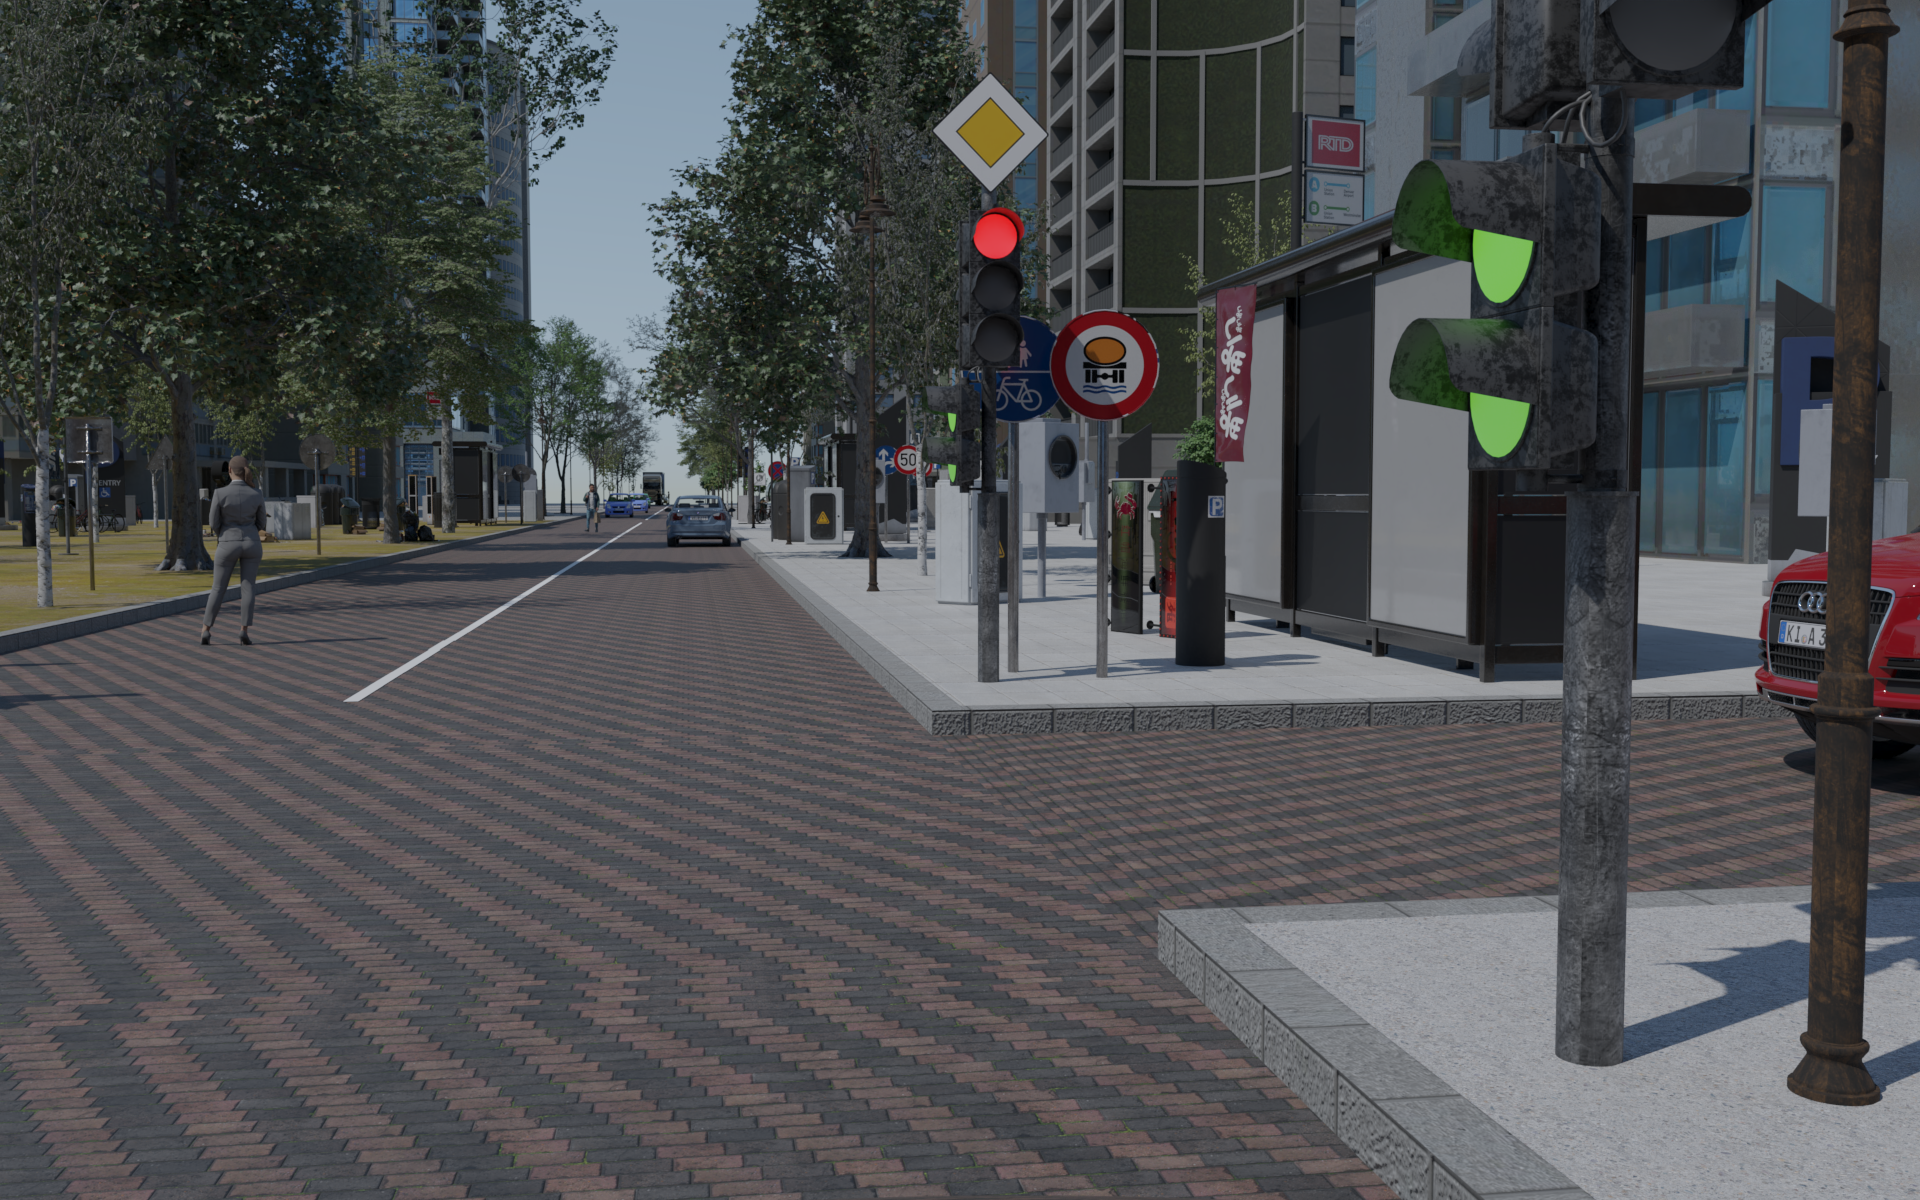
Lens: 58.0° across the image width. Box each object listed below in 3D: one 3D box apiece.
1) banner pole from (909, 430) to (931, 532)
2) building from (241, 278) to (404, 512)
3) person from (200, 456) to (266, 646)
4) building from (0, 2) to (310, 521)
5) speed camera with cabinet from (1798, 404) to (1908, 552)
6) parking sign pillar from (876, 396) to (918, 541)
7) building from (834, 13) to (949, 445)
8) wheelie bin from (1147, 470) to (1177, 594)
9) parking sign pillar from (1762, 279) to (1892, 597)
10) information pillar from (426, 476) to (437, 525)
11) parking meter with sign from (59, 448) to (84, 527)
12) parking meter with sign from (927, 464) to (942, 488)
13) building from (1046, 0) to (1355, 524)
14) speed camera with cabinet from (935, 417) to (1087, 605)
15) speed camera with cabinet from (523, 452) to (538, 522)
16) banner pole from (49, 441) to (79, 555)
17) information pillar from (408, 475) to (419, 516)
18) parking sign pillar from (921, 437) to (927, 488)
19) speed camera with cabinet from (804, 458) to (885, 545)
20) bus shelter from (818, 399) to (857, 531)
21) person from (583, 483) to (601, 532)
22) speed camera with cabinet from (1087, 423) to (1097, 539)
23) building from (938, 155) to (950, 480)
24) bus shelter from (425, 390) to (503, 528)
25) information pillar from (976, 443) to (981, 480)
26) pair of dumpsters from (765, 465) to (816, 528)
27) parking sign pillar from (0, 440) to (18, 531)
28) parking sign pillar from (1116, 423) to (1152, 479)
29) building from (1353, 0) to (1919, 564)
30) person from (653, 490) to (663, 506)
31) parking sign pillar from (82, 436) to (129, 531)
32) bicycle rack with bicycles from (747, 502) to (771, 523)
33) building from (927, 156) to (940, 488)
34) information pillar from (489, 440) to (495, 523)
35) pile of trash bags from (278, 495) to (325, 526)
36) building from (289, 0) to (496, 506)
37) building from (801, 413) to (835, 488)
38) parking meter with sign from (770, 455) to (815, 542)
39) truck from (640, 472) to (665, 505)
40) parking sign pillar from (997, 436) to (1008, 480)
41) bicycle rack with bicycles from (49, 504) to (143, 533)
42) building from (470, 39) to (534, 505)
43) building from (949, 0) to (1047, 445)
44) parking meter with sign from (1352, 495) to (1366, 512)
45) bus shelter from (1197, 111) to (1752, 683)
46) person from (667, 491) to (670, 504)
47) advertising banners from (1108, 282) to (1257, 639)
[{"bbox_3d":[-1.393,-4.228,59.137,0.863,3.779,0.401,2,4,30],"label":"banner pole"},{"bbox_3d":[-54.788,-16.708,118.215,27.650,21.520,28.899,-1,4,-9],"label":"building"},{"bbox_3d":[-6.909,-0.469,16.446,0.573,1.790,0.520,3,5,41],"label":"person"},{"bbox_3d":[-52.658,-24.427,91.258,32.217,40.220,23.993,-1,4,-9],"label":"building"},{"bbox_3d":[9.500,-1.471,18.388,0.660,3.252,2.038,3,5,42],"label":"speed camera with cabinet"},{"bbox_3d":[-2.147,-3.613,47.546,1.447,3.967,1.447,-2,4,-24],"label":"parking sign pillar"},{"bbox_3d":[-4.219,-40.462,203.556,21.231,58.520,28.212,-1,4,-9],"label":"building"},{"bbox_3d":[2.847,-0.880,22.295,0.693,1.594,0.980,-3,5,-39],"label":"wheelie bin"},{"bbox_3d":[10.810,-2.021,21.518,1.447,3.967,1.447,1,4,20],"label":"parking sign pillar"},{"bbox_3d":[-21.931,-4.124,71.911,0.304,2.012,0.304,2,4,26],"label":"information pillar"},{"bbox_3d":[-34.059,-4.325,66.979,0.543,3.016,1.738,0,4,7],"label":"parking meter with sign"},{"bbox_3d":[-1.712,-5.213,81.493,1.738,3.016,0.543,-3,4,-38],"label":"parking meter with sign"},{"bbox_3d":[13.908,-39.140,78.184,20.563,71.187,20.611,-1,4,-9],"label":"building"},{"bbox_3d":[0.591,-1.614,20.722,0.660,3.252,2.038,3,5,42],"label":"speed camera with cabinet"},{"bbox_3d":[-19.811,-5.234,79.907,0.660,3.252,2.038,-1,4,-12],"label":"speed camera with cabinet"},{"bbox_3d":[-18.870,-2.825,36.208,0.401,3.779,0.863,1,4,15],"label":"banner pole"},{"bbox_3d":[-21.139,-3.823,66.993,0.304,2.012,0.304,0,4,-5],"label":"information pillar"},{"bbox_3d":[-2.160,-5.519,78.700,1.447,3.967,1.447,1,4,21],"label":"parking sign pillar"},{"bbox_3d":[-2.941,-3.045,44.116,2.038,3.252,0.660,0,4,-6],"label":"speed camera with cabinet"},{"bbox_3d":[-4.038,-5.274,63.858,2.179,5.291,8.768,-1,4,-9],"label":"bus shelter"},{"bbox_3d":[-13.617,-3.413,64.289,0.794,1.824,0.713,1,4,15],"label":"person"},{"bbox_3d":[3.715,-3.330,48.775,0.660,3.252,2.038,2,4,31],"label":"speed camera with cabinet"},{"bbox_3d":[5.230,-21.254,119.212,14.160,30.474,14.107,-1,4,-9],"label":"building"},{"bbox_3d":[-19.992,-5.639,69.824,2.179,5.291,8.768,-1,4,-9],"label":"bus shelter"},{"bbox_3d":[0.449,-3.149,42.840,0.504,3.616,0.183,2,4,31],"label":"information pillar"},{"bbox_3d":[-5.960,-3.576,60.957,1.574,2.255,4.437,-1,4,-9],"label":"pair of dumpsters"},{"bbox_3d":[-34.091,-4.440,61.066,1.447,3.967,1.447,-3,5,-41],"label":"parking sign pillar"},{"bbox_3d":[6.565,-4.712,65.518,1.447,3.967,1.447,-1,4,-11],"label":"parking sign pillar"},{"bbox_3d":[25.495,-25.803,41.488,30.456,49.044,23.786,-1,4,-9],"label":"building"},{"bbox_3d":[-36.125,-12.197,207.544,1.348,1.869,0.705,-2,4,-34],"label":"person"},{"bbox_3d":[-29.761,-4.387,60.205,1.447,3.967,1.447,-2,4,-28],"label":"parking sign pillar"},{"bbox_3d":[-8.357,-3.892,77.012,2.852,0.926,2.925,3,5,39],"label":"bicycle rack with bicycles"},{"bbox_3d":[10.622,-27.378,139.508,32.217,40.220,23.993,-1,4,-9],"label":"building"},{"bbox_3d":[-20.567,-5.172,75.915,0.183,3.616,0.504,-2,4,-29],"label":"information pillar"},{"bbox_3d":[-26.971,-3.603,68.660,3.447,1.369,1.912,-1,4,-13],"label":"pile of trash bags"},{"bbox_3d":[-62.758,-53.690,190.498,22.319,86.520,31.000,-1,4,-9],"label":"building"},{"bbox_3d":[-6.665,-23.786,233.946,27.650,21.520,28.899,-1,4,-9],"label":"building"},{"bbox_3d":[-4.238,-3.055,46.204,1.738,3.016,0.543,1,4,14],"label":"parking meter with sign"},{"bbox_3d":[-39.196,-14.220,221.411,2.839,4.237,11.283,0,4,-8],"label":"truck"},{"bbox_3d":[1.776,-4.711,65.497,1.447,3.967,1.447,2,4,34],"label":"parking sign pillar"},{"bbox_3d":[-29.036,-2.681,57.223,2.852,0.926,2.925,2,4,35],"label":"bicycle rack with bicycles"},{"bbox_3d":[-66.662,-41.508,220.662,21.231,58.520,28.212,-1,4,-9],"label":"building"},{"bbox_3d":[7.245,-27.795,104.555,14.600,45.320,14.200,-1,4,-9],"label":"building"},{"bbox_3d":[8.504,-2.542,37.815,1.738,3.016,0.543,0,4,-5],"label":"parking meter with sign"},{"bbox_3d":[3.682,-2.343,15.936,2.179,5.291,8.768,-1,4,-9],"label":"bus shelter"},{"bbox_3d":[-40.697,-14.267,241.770,0.705,1.823,1.348,-1,4,-19],"label":"person"},{"bbox_3d":[1.913,-1.167,15.275,0.090,3.025,2.074,-2,4,-31],"label":"advertising banners"}]
